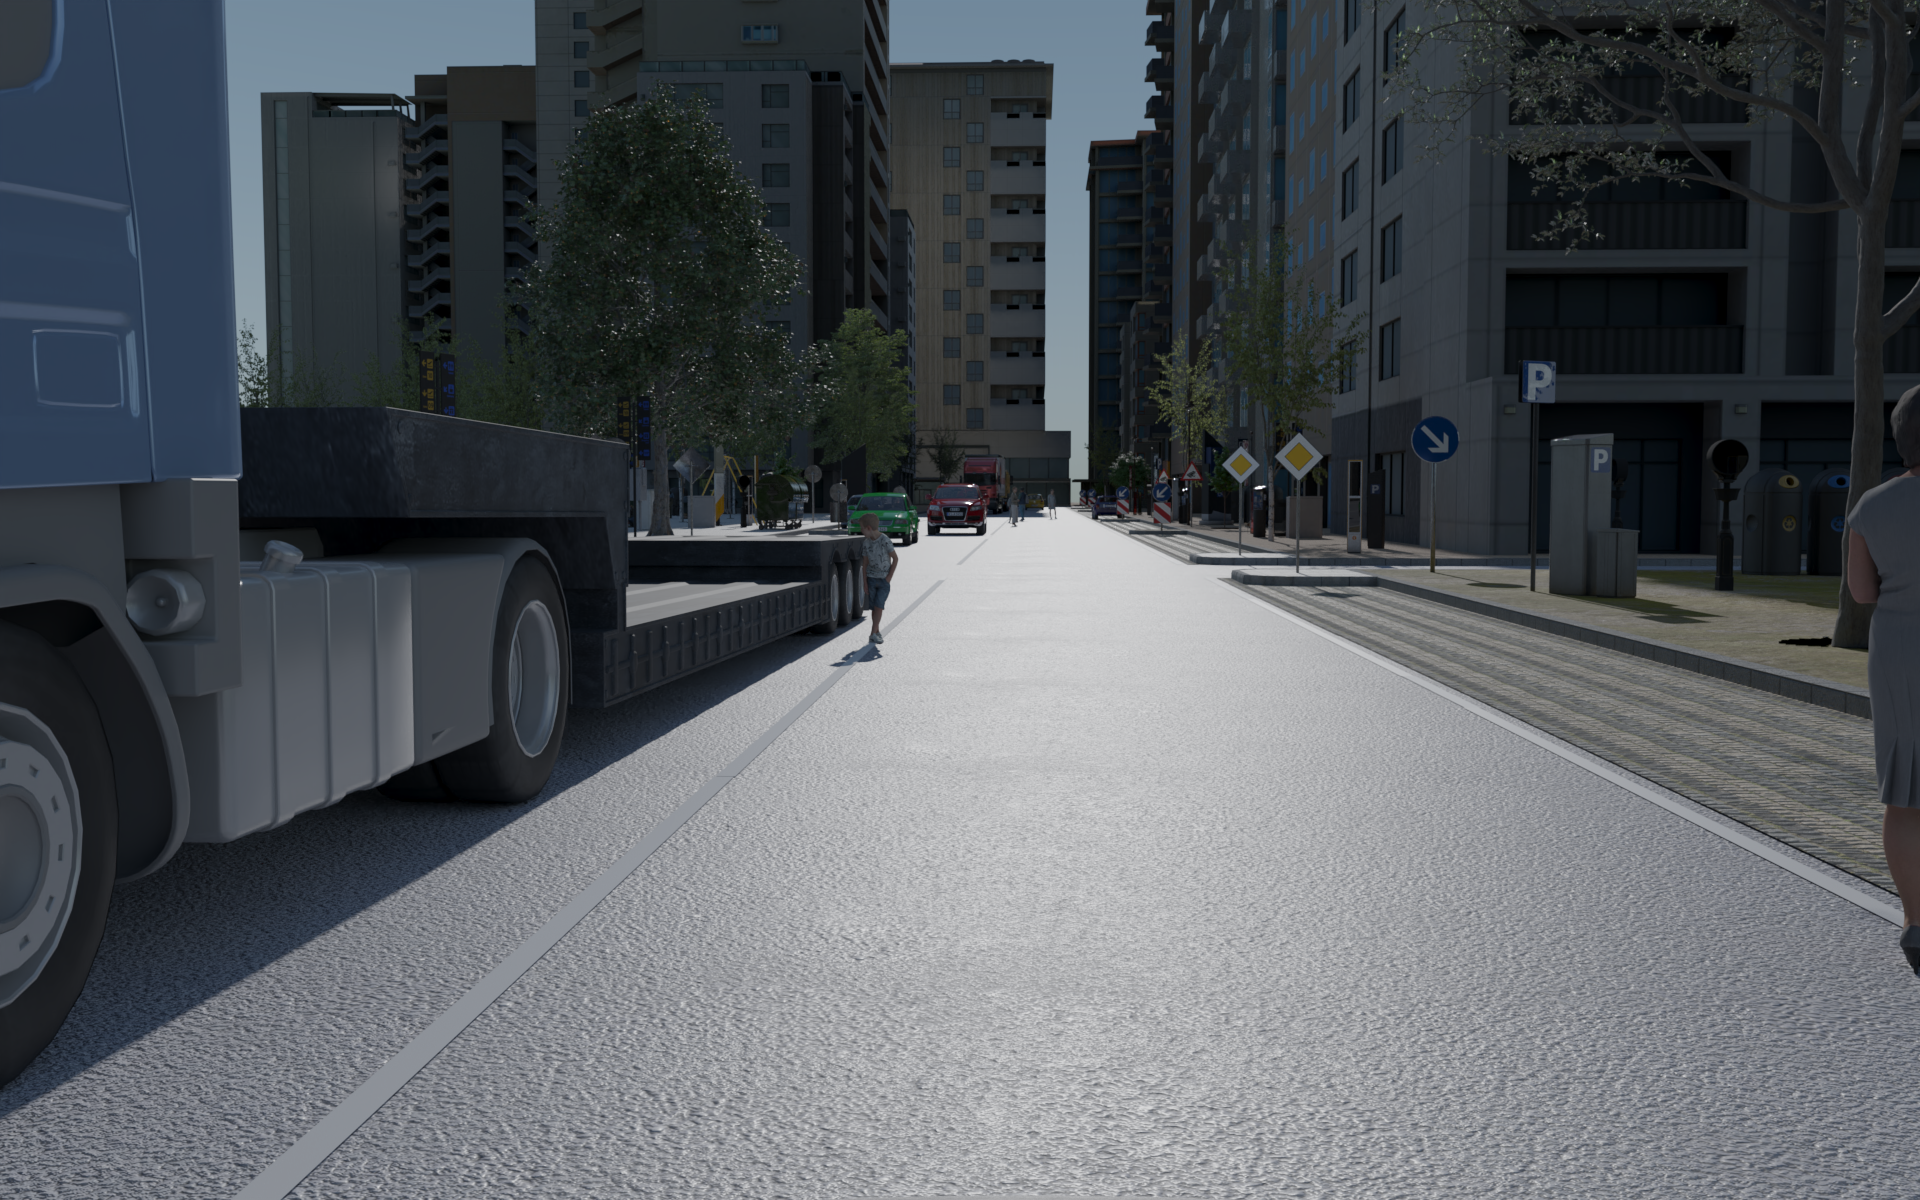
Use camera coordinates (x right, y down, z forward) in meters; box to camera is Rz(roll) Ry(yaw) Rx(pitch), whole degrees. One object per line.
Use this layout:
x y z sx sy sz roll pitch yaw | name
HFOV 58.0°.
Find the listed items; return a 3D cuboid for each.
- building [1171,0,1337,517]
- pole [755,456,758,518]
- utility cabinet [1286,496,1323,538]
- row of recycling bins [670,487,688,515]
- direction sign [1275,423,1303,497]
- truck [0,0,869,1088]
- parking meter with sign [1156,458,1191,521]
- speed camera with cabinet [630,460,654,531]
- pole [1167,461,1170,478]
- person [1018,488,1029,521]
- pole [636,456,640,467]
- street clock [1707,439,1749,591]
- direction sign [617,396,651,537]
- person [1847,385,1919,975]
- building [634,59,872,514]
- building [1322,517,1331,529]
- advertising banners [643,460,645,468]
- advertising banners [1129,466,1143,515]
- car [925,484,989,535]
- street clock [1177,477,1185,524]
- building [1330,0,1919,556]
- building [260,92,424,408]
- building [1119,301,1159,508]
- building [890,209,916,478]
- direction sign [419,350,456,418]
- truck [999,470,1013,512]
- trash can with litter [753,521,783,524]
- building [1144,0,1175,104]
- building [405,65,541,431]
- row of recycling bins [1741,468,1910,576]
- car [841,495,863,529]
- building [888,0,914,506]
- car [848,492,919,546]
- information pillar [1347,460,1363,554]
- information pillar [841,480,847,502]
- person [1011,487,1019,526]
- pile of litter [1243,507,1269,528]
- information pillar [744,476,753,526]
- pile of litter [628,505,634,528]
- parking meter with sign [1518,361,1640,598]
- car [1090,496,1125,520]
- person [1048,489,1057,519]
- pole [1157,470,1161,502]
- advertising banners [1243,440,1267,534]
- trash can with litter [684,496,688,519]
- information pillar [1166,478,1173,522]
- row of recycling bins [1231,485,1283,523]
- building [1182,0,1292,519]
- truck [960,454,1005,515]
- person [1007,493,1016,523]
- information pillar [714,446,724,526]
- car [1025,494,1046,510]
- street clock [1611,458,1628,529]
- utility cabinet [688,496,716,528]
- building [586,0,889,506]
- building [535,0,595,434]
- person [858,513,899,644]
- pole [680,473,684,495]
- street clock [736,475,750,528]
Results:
22.062 -28.641 118.390 14.600 45.320 14.200 0 4 3 | building
-10.767 -5.983 91.671 0.158 3.312 0.155 0 3 0 | pole
10.060 -2.412 50.603 1.020 1.237 0.306 -1 4 -10 | utility cabinet
-17.229 -6.065 106.280 1.069 1.692 3.534 0 4 -3 | row of recycling bins
10.430 -3.852 54.972 0.876 3.537 0.379 0 4 -7 | direction sign
-2.930 -1.304 11.085 2.967 4.110 18.799 0 4 4 | truck
10.382 -5.361 83.912 1.738 3.016 0.543 2 4 30 | parking meter with sign
-11.163 -4.075 60.957 0.660 3.252 2.038 1 4 9 | speed camera with cabinet
13.001 -6.994 108.191 0.158 3.312 0.155 0 3 0 | pole
3.305 -5.074 91.804 0.721 1.781 0.623 3 4 36 | person
-17.179 -6.025 92.351 0.158 3.312 0.155 0 3 0 | pole
10.165 -1.126 22.979 0.471 2.002 0.358 0 4 8 | street clock
-7.553 -2.948 40.196 0.876 3.537 0.379 1 4 22 | direction sign
3.060 0.225 5.175 0.532 1.782 0.716 -3 5 -45 | person
-13.754 -21.250 119.131 14.160 30.474 14.107 0 4 3 | building
20.202 -25.352 64.622 14.600 45.320 14.200 0 4 3 | building
-14.334 -5.142 80.262 0.090 3.025 2.074 1 4 19 | advertising banners
10.871 -6.802 107.405 0.090 3.025 2.074 2 4 30 | advertising banners
-0.075 -3.286 62.401 2.281 1.827 5.304 0 4 2 | car
9.549 -4.298 74.834 0.358 2.002 0.471 0 4 3 | street clock
21.803 -37.034 43.758 20.611 71.187 20.563 0 4 3 | building
-62.224 -30.327 179.438 14.086 41.232 14.154 0 4 3 | building
30.155 -19.827 169.209 27.650 21.520 28.899 0 4 3 | building
-11.682 -24.835 177.748 14.107 30.474 14.160 0 4 3 | building
-8.358 -2.189 27.791 0.379 3.537 0.876 1 4 20 | direction sign
2.676 -8.884 141.169 3.469 3.379 9.791 0 4 3 | truck
-8.527 -3.961 75.822 1.678 1.210 2.233 1 4 21 | trash can with litter
26.257 -29.675 139.813 22.147 44.769 28.867 0 4 3 | building
-47.492 -32.337 178.823 14.200 45.320 14.600 0 4 3 | building
14.207 -1.228 27.186 3.534 1.692 1.069 1 4 18 | row of recycling bins
-3.985 -3.756 73.410 2.014 1.417 4.499 0 4 3 | car
-14.754 -43.981 157.348 20.563 71.187 20.611 0 4 3 | building
-2.169 -2.494 49.575 1.959 1.807 4.718 0 4 2 | car
8.530 -2.015 37.436 0.304 2.012 0.304 1 4 11 | information pillar
-5.945 -5.150 88.702 0.304 2.012 0.304 0 4 -4 | information pillar
2.476 -4.188 77.522 0.362 1.759 0.519 1 4 12 | person
11.441 -3.222 66.646 1.176 0.858 1.719 2 4 32 | pile of litter
-8.555 -3.991 69.743 0.304 2.012 0.304 1 4 22 | information pillar
-12.885 -3.211 66.469 1.176 0.858 1.719 2 4 32 | pile of litter
7.889 -1.576 22.028 0.543 3.016 1.738 -1 4 -23 | parking meter with sign
8.385 -5.236 98.194 1.945 1.354 3.894 0 4 2 | car
5.228 -5.442 98.486 0.512 1.701 0.522 -2 4 -26 | person
12.030 -6.778 104.668 0.158 3.312 0.155 0 3 0 | pole
9.485 -3.650 55.870 0.090 3.025 2.074 -1 4 -11 | advertising banners
-14.084 -4.774 89.440 0.624 1.170 1.055 0 4 -1 | trash can with litter
9.747 -4.659 80.672 0.304 2.012 0.304 0 4 0 | information pillar
12.547 -4.259 76.755 3.534 1.692 1.069 0 4 -2 | row of recycling bins
24.923 -29.052 94.601 23.786 49.044 30.456 0 4 3 | building
1.746 -8.316 124.879 2.839 4.237 11.283 0 4 4 | truck
2.593 -4.586 86.073 0.503 1.515 0.523 0 4 -7 | person
-9.664 -4.773 69.386 0.183 3.616 0.504 2 4 35 | information pillar
6.613 -8.783 153.820 2.015 1.641 3.980 0 4 2 | car
13.381 -1.875 35.234 0.358 2.002 0.471 0 4 0 | street clock
-9.836 -3.352 65.963 1.020 1.237 0.306 0 4 1 | utility cabinet
-17.158 -31.368 136.567 21.300 48.544 21.600 0 4 3 | building
-29.418 -44.979 173.652 20.611 71.187 20.563 0 4 3 | building
-0.791 -0.214 16.688 0.352 1.250 0.332 -2 4 -29 | person
-15.822 -6.406 98.575 0.158 3.312 0.155 0 3 0 | pole
-8.267 -3.764 66.112 0.471 2.002 0.358 -2 4 -33 | street clock
